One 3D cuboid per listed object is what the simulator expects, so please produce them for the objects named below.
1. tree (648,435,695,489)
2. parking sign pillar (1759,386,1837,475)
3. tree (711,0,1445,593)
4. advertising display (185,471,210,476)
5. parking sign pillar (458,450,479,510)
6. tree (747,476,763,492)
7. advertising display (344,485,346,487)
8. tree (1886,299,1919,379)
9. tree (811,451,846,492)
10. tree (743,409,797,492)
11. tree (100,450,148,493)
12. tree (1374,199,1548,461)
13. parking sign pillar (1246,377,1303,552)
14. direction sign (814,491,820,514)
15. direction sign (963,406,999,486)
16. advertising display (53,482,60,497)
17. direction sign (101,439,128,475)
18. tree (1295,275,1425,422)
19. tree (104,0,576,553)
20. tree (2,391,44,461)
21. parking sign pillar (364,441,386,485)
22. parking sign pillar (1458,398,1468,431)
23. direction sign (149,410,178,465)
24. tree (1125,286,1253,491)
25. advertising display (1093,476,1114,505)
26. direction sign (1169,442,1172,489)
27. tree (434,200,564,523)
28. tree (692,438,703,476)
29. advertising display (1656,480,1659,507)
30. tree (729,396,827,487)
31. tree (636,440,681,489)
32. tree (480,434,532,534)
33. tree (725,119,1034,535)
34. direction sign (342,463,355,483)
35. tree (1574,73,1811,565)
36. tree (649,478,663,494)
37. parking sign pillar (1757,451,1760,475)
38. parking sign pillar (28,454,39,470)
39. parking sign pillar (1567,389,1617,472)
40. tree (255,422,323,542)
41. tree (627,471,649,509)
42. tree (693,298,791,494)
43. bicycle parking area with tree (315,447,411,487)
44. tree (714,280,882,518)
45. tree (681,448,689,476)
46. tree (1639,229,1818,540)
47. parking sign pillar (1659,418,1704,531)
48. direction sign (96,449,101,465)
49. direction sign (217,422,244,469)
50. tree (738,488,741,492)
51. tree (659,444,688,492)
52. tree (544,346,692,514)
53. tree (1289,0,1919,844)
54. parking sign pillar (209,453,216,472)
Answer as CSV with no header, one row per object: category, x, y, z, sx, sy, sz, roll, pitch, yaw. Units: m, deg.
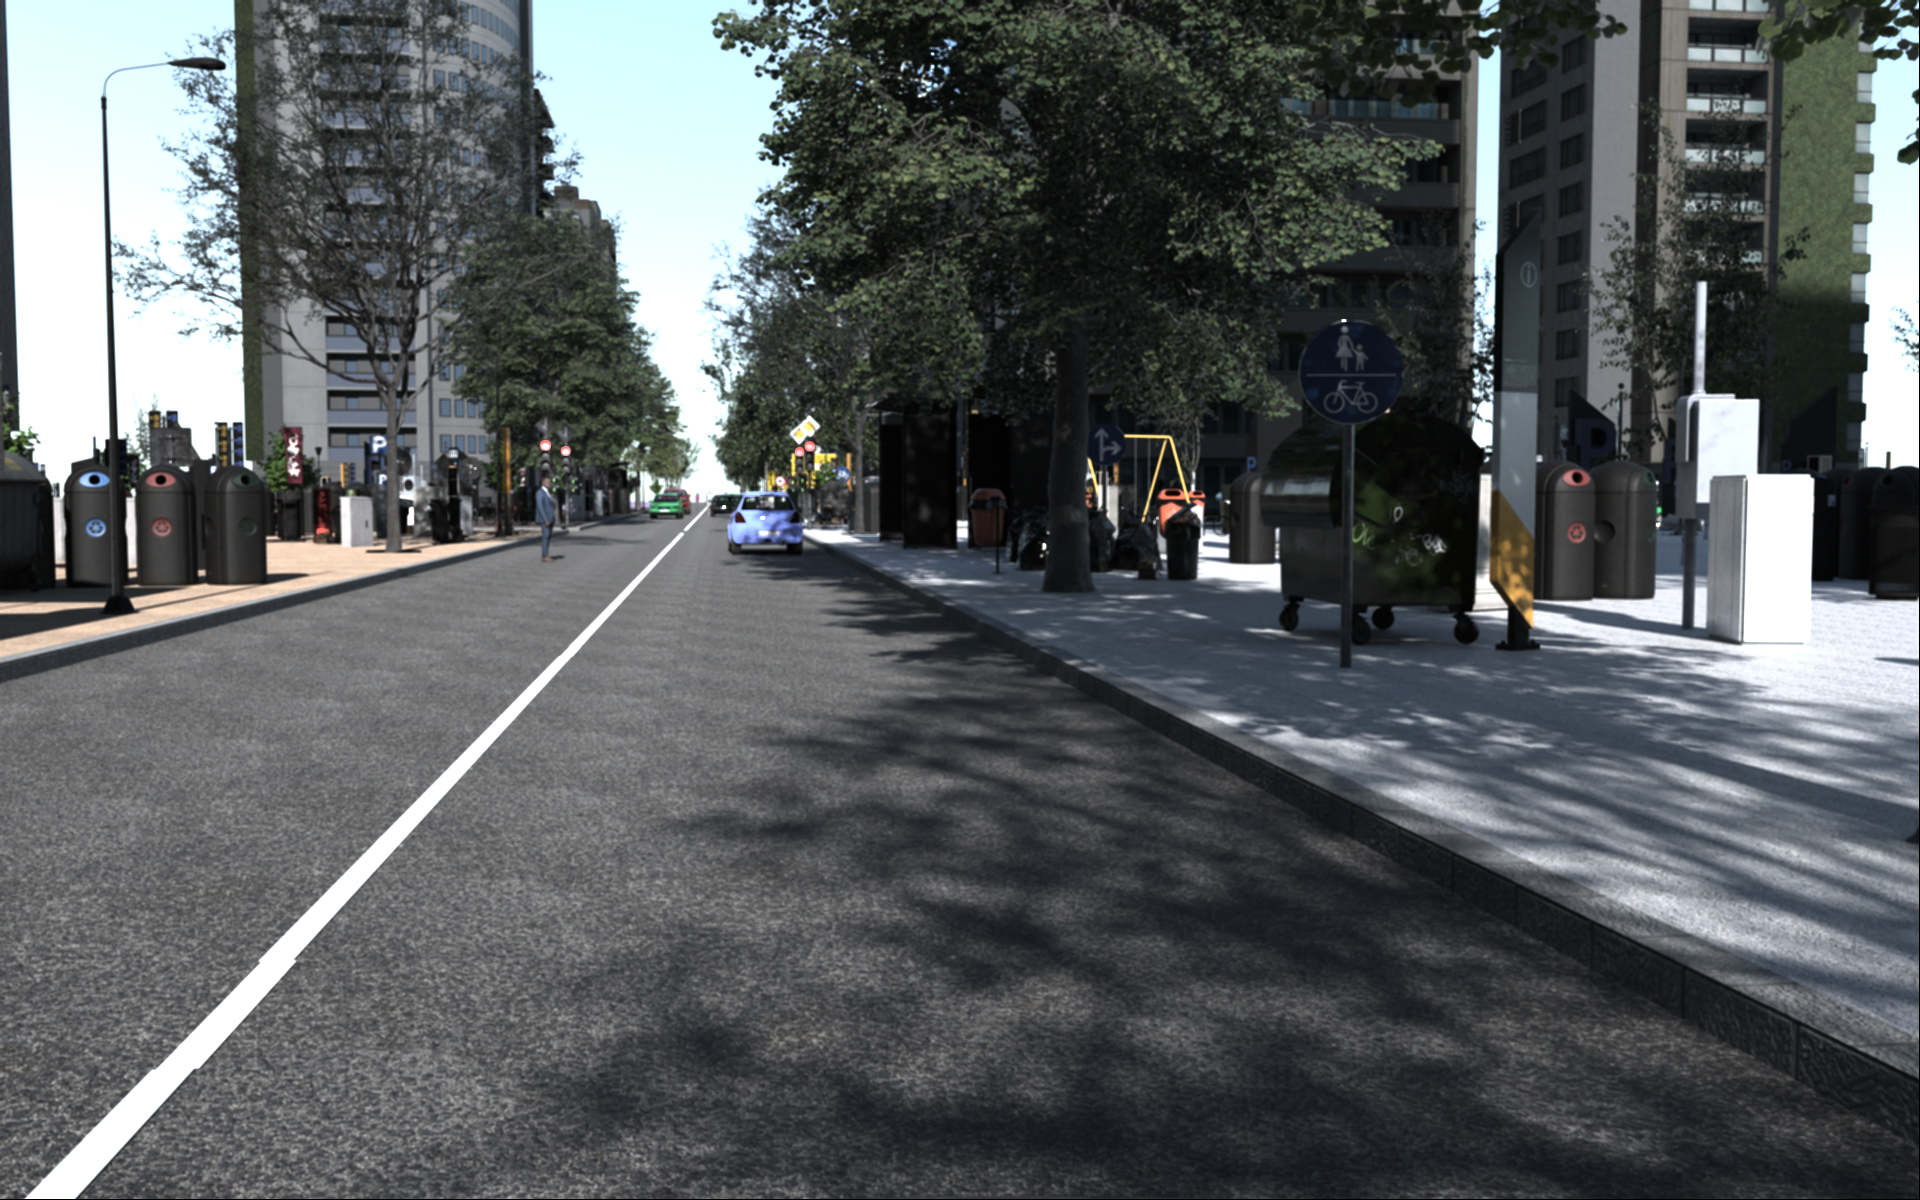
tree,-41.902,-19.309,250.116,7.601,10.594,8.767,-1,4,-9
parking sign pillar,21.130,-3.345,43.167,1.447,3.967,1.447,-1,4,-17
tree,1.477,-7.089,22.554,9.857,13.997,8.962,0,3,0
advertising display,-21.592,-2.678,49.001,0.974,1.923,0.123,2,4,24
parking sign pillar,-28.276,-6.775,99.240,1.447,3.967,1.447,3,5,43
tree,-22.184,-11.697,185.846,1.663,3.219,1.824,0,3,0
advertising display,-44.502,-7.308,124.703,0.974,1.923,0.123,2,4,31
tree,25.443,-5.637,42.535,4.360,8.622,3.978,0,3,0
tree,-5.894,-5.077,77.615,1.663,3.219,1.824,0,3,0
tree,-13.114,-10.975,129.807,4.360,8.622,3.978,0,3,0
tree,-53.773,-7.775,110.828,4.285,4.588,4.351,0,3,0
tree,12.263,-5.679,43.214,4.360,8.622,3.978,0,3,0
parking sign pillar,7.115,-3.105,39.246,1.447,3.967,1.447,-2,4,-29
direction sign,-10.570,-8.147,125.195,0.876,3.537,0.379,3,5,41
direction sign,0.585,-3.208,44.441,0.876,3.537,0.379,0,4,-1
advertising display,-49.620,-5.499,95.123,0.123,1.923,0.974,-3,5,-41
direction sign,-34.604,-4.838,71.101,0.876,3.537,0.379,0,4,-1
tree,13.369,-6.551,57.468,4.737,8.622,4.395,0,3,0
tree,-12.465,-7.795,37.823,12.009,13.543,11.850,0,3,0
tree,-15.647,-2.027,27.746,1.663,3.219,1.824,0,3,0
parking sign pillar,-29.703,-6.112,88.403,1.447,3.967,1.447,-1,4,-9
parking sign pillar,13.614,-3.608,47.464,1.447,3.967,1.447,1,4,22
direction sign,-21.594,-3.367,47.053,0.876,3.537,0.379,1,4,11
tree,7.598,-6.589,58.099,4.360,8.622,3.978,0,3,0
advertising display,5.187,-3.502,62.464,0.974,1.923,0.123,-3,4,-36
direction sign,9.097,-5.065,74.803,0.379,3.537,0.876,0,4,0
tree,-17.695,-10.312,75.248,9.857,13.997,8.962,0,3,0
tree,-48.747,-22.928,300.620,9.928,11.665,9.643,0,3,0
advertising display,31.905,-4.578,80.063,0.974,1.923,0.123,-2,4,-27
tree,-14.600,-12.428,137.609,8.767,10.594,7.601,-2,4,-27
tree,-35.900,-15.500,203.786,4.737,8.622,4.395,0,3,0
tree,-14.662,-3.750,55.920,1.663,3.219,1.824,0,3,0
tree,-3.231,-8.790,54.079,12.009,13.543,11.850,0,3,0
direction sign,-44.647,-8.233,126.599,0.876,3.537,0.379,-2,4,-28
tree,13.169,-4.948,31.267,4.360,8.622,3.978,0,3,0
tree,-32.466,-11.678,185.543,1.663,3.219,1.824,0,3,0
parking sign pillar,36.284,-5.511,78.574,1.447,3.967,1.447,2,4,31
parking sign pillar,-56.778,-7.186,105.962,1.447,3.967,1.447,-3,5,-42
parking sign pillar,16.358,-3.439,44.696,1.447,3.967,1.447,-1,4,-14
tree,-18.194,-3.181,46.615,1.663,3.219,1.824,0,3,0
tree,-27.933,-9.361,147.649,1.663,3.219,1.824,0,3,0
tree,-19.778,-19.147,168.938,12.611,20.169,13.585,0,3,0
bicycle parking area with tree,-36.779,-7.321,106.699,8.231,4.147,9.016,0,4,-1
tree,-8.464,-10.758,92.895,9.611,12.733,9.660,0,3,0
tree,-36.492,-16.354,217.750,4.737,8.622,4.395,0,3,0
tree,21.120,-5.983,48.188,4.737,8.622,4.395,0,3,0
parking sign pillar,25.225,-4.404,60.475,1.447,3.967,1.447,-2,4,-34
direction sign,-42.718,-5.769,86.325,0.379,3.537,0.876,3,5,42
direction sign,-22.874,-3.815,54.378,0.876,3.537,0.379,1,4,11
tree,-36.903,-21.355,299.518,4.360,8.622,3.978,0,3,0
tree,-43.120,-19.048,261.793,4.360,8.622,3.978,0,3,0
tree,-23.333,-11.443,112.847,9.928,11.665,9.643,0,3,0
tree,3.880,-5.397,6.365,7.486,12.596,7.792,0,3,0
parking sign pillar,-48.147,-7.632,113.249,1.447,3.967,1.447,-3,5,-42
